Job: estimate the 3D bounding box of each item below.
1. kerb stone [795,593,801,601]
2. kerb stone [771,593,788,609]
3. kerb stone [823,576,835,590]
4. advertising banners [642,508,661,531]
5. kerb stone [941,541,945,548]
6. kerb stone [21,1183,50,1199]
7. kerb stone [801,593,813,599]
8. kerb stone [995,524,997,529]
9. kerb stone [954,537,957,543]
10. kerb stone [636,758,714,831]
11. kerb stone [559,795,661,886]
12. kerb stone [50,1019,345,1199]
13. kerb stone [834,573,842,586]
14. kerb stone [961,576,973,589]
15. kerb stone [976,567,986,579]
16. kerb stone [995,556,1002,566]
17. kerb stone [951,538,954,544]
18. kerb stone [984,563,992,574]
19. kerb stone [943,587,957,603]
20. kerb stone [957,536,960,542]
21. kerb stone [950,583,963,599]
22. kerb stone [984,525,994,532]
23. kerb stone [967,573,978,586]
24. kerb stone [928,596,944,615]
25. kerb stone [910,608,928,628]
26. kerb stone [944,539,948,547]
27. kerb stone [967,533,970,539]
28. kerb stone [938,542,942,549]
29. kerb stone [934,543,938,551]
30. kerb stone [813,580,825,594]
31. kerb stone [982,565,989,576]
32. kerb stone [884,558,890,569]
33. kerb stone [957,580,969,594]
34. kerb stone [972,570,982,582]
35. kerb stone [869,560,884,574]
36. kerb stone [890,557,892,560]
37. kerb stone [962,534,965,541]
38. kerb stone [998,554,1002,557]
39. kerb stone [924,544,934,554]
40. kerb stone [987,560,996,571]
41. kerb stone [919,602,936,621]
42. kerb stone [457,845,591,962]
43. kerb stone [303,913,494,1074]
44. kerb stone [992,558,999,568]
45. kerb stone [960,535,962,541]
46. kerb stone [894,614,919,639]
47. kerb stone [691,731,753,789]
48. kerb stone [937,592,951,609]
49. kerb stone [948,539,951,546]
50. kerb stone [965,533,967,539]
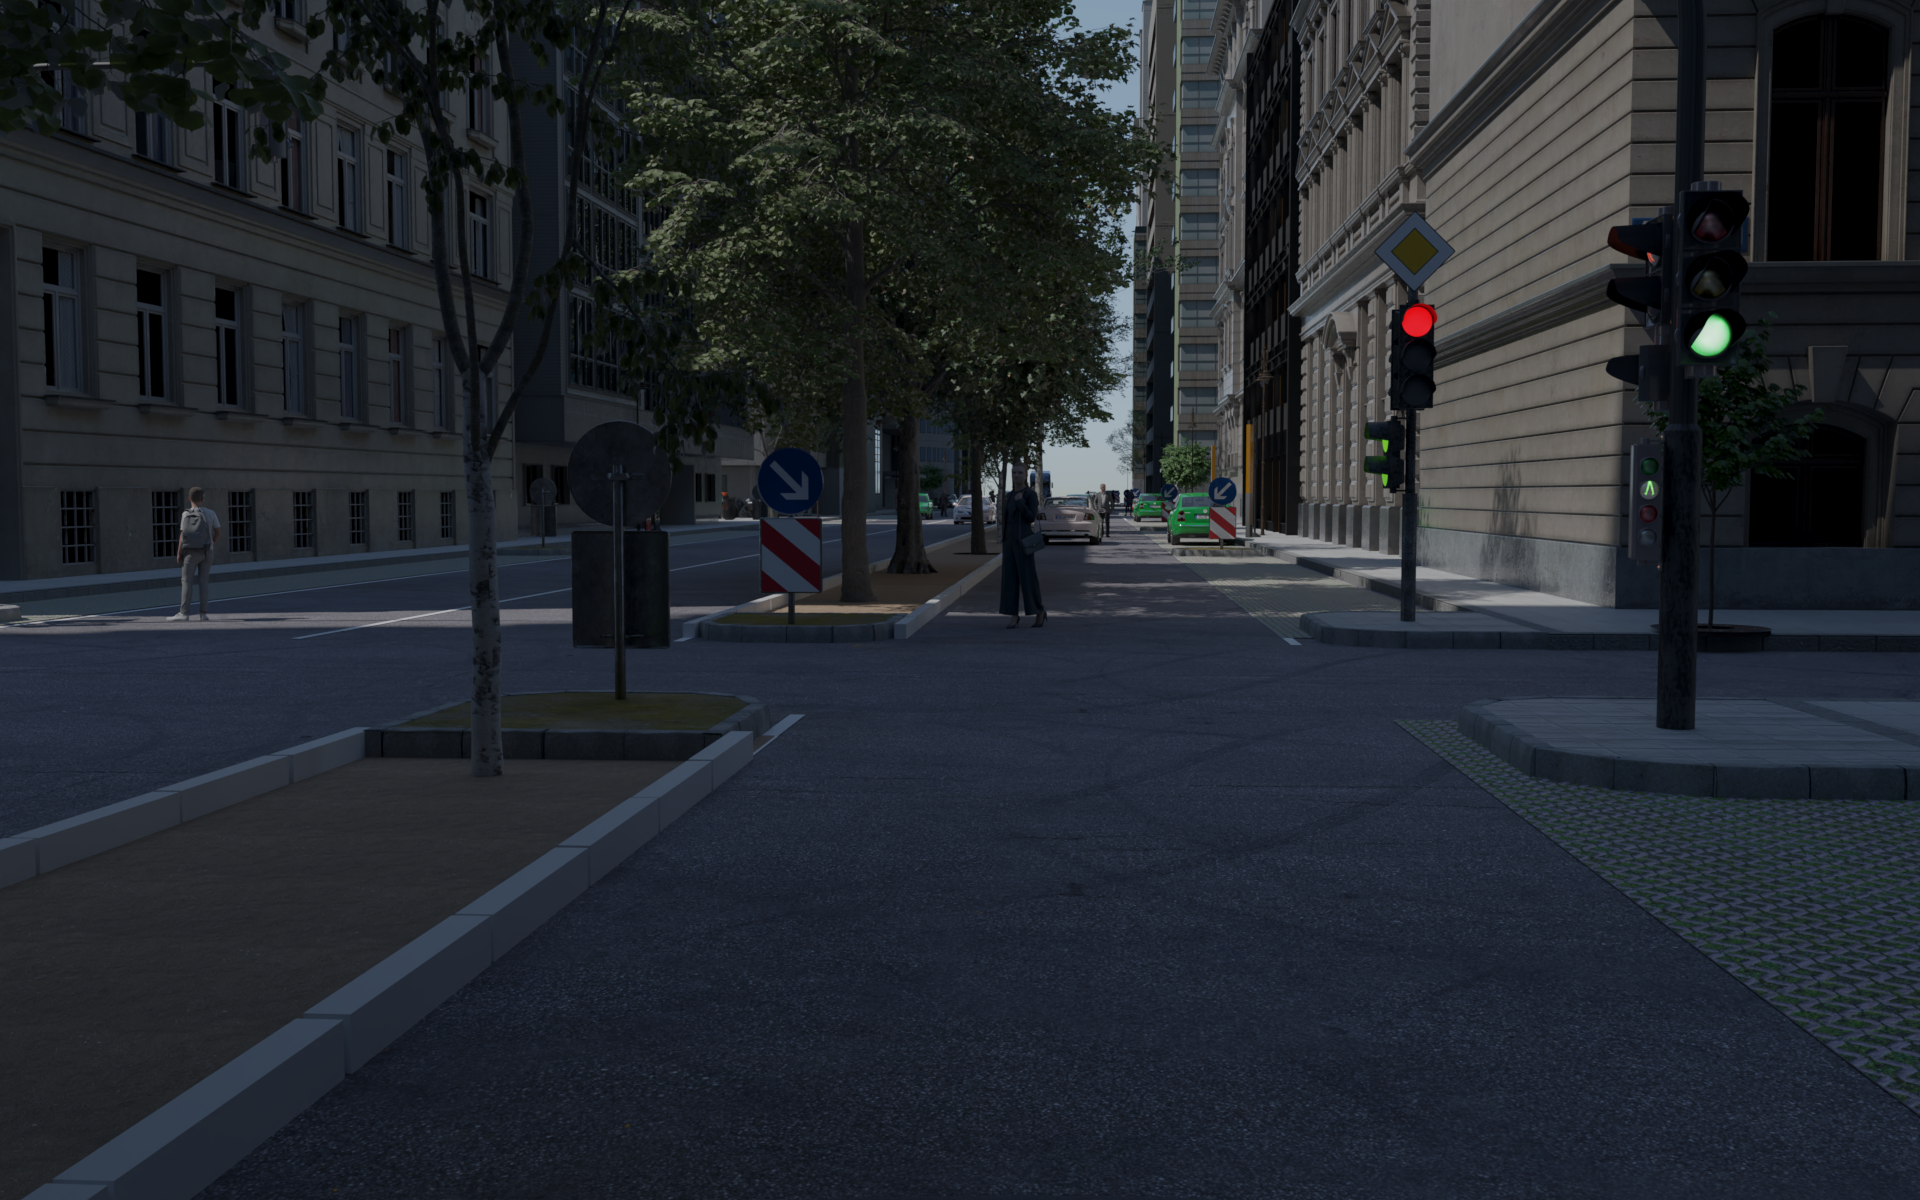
[{"bbox_3d":[-2.271,-0.036,22.815,0.120,0.150,1.000,0,4,4],"label":"kerb stone"},{"bbox_3d":[-2.342,0.024,21.795,0.120,0.150,1.000,0,4,4],"label":"kerb stone"},{"bbox_3d":[-2.032,-0.226,25.888,0.120,0.150,1.000,0,4,4],"label":"kerb stone"},{"bbox_3d":[-10.232,-3.706,56.776,0.090,3.025,2.074,1,4,12],"label":"advertising banners"},{"bbox_3d":[-0.562,-1.416,45.351,0.120,0.150,1.000,0,4,4],"label":"kerb stone"},{"bbox_3d":[-1.678,1.191,2.724,0.120,0.150,1.000,0,4,4],"label":"kerb stone"},{"bbox_3d":[-2.196,-0.100,23.834,0.120,0.150,1.000,0,4,4],"label":"kerb stone"},{"bbox_3d":[1.298,-2.914,69.872,0.120,0.150,1.000,0,4,4],"label":"kerb stone"},{"bbox_3d":[-0.255,-1.666,49.433,0.120,0.150,1.000,0,4,4],"label":"kerb stone"},{"bbox_3d":[-1.294,0.881,7.847,0.120,0.150,1.000,0,4,4],"label":"kerb stone"},{"bbox_3d":[-1.371,0.940,6.822,0.120,0.150,1.000,0,4,4],"label":"kerb stone"},{"bbox_3d":[-1.605,1.132,3.748,0.120,0.150,1.000,0,4,4],"label":"kerb stone"},{"bbox_3d":[-1.958,-0.287,26.908,0.120,0.150,1.000,0,4,4],"label":"kerb stone"},{"bbox_3d":[0.061,-0.219,25.772,0.120,0.150,1.000,0,4,4],"label":"kerb stone"},{"bbox_3d":[0.295,-0.404,28.838,0.120,0.150,1.000,0,4,4],"label":"kerb stone"},{"bbox_3d":[0.679,-0.716,33.945,0.120,0.150,1.000,0,4,4],"label":"kerb stone"},{"bbox_3d":[-0.334,-1.604,48.414,0.120,0.150,1.000,0,4,4],"label":"kerb stone"},{"bbox_3d":[0.445,-0.518,30.877,0.120,0.150,1.000,0,4,4],"label":"kerb stone"},{"bbox_3d":[-0.169,-0.032,22.711,0.120,0.150,1.000,0,4,4],"label":"kerb stone"},{"bbox_3d":[-0.169,-1.729,50.468,0.120,0.150,1.000,0,4,4],"label":"kerb stone"},{"bbox_3d":[-0.095,-0.094,23.734,0.120,0.150,1.000,0,4,4],"label":"kerb stone"},{"bbox_3d":[1.139,-2.785,67.827,0.120,0.150,1.000,0,4,4],"label":"kerb stone"},{"bbox_3d":[0.139,-0.281,26.791,0.120,0.150,1.000,0,4,4],"label":"kerb stone"},{"bbox_3d":[-0.325,0.093,20.672,0.120,0.150,1.000,0,4,4],"label":"kerb stone"},{"bbox_3d":[-0.479,0.218,18.629,0.120,0.150,1.000,0,4,4],"label":"kerb stone"},{"bbox_3d":[-0.489,-1.478,46.370,0.120,0.150,1.000,0,4,4],"label":"kerb stone"},{"bbox_3d":[0.130,-1.979,54.548,0.120,0.150,1.000,0,4,4],"label":"kerb stone"},{"bbox_3d":[-0.640,-1.353,44.314,0.120,0.150,1.000,0,4,4],"label":"kerb stone"},{"bbox_3d":[-0.715,-1.290,43.288,0.120,0.150,1.000,0,4,4],"label":"kerb stone"},{"bbox_3d":[-2.112,-0.158,24.863,0.120,0.150,1.000,0,4,4],"label":"kerb stone"},{"bbox_3d":[0.371,-0.469,29.857,0.120,0.150,1.000,0,4,4],"label":"kerb stone"},{"bbox_3d":[-1.502,-0.661,33.048,0.120,0.150,1.000,0,4,4],"label":"kerb stone"},{"bbox_3d":[-0.007,-0.156,24.752,0.120,0.150,1.000,0,4,4],"label":"kerb stone"},{"bbox_3d":[0.216,-0.343,27.810,0.120,0.150,1.000,0,4,4],"label":"kerb stone"},{"bbox_3d":[-1.573,-0.601,32.023,0.120,0.150,1.000,0,4,4],"label":"kerb stone"},{"bbox_3d":[-1.417,-0.720,34.073,0.120,0.150,1.000,0,4,4],"label":"kerb stone"},{"bbox_3d":[-0.020,-1.848,52.508,0.120,0.150,1.000,0,4,4],"label":"kerb stone"},{"bbox_3d":[0.762,-0.778,34.964,0.120,0.150,1.000,0,4,4],"label":"kerb stone"},{"bbox_3d":[-0.791,-1.224,42.269,0.120,0.150,1.000,0,4,4],"label":"kerb stone"},{"bbox_3d":[0.528,-0.594,31.900,0.120,0.150,1.000,0,4,4],"label":"kerb stone"},{"bbox_3d":[-0.403,0.156,19.648,0.120,0.150,1.000,0,4,4],"label":"kerb stone"},{"bbox_3d":[-1.449,1.006,5.800,0.120,0.150,1.000,0,4,4],"label":"kerb stone"},{"bbox_3d":[-1.525,1.065,4.776,0.120,0.150,1.000,0,4,4],"label":"kerb stone"},{"bbox_3d":[0.607,-0.655,32.926,0.120,0.150,1.000,0,4,4],"label":"kerb stone"},{"bbox_3d":[-0.100,-1.789,51.488,0.120,0.150,1.000,0,4,4],"label":"kerb stone"},{"bbox_3d":[-0.553,0.282,17.610,0.120,0.150,1.000,0,4,4],"label":"kerb stone"},{"bbox_3d":[-1.216,0.815,8.869,0.120,0.150,1.000,0,4,4],"label":"kerb stone"},{"bbox_3d":[-0.247,0.031,21.692,0.120,0.150,1.000,0,4,4],"label":"kerb stone"},{"bbox_3d":[-0.407,-1.538,47.395,0.120,0.150,1.000,0,4,4],"label":"kerb stone"},{"bbox_3d":[0.056,-1.916,53.526,0.120,0.150,1.000,0,4,4],"label":"kerb stone"}]
